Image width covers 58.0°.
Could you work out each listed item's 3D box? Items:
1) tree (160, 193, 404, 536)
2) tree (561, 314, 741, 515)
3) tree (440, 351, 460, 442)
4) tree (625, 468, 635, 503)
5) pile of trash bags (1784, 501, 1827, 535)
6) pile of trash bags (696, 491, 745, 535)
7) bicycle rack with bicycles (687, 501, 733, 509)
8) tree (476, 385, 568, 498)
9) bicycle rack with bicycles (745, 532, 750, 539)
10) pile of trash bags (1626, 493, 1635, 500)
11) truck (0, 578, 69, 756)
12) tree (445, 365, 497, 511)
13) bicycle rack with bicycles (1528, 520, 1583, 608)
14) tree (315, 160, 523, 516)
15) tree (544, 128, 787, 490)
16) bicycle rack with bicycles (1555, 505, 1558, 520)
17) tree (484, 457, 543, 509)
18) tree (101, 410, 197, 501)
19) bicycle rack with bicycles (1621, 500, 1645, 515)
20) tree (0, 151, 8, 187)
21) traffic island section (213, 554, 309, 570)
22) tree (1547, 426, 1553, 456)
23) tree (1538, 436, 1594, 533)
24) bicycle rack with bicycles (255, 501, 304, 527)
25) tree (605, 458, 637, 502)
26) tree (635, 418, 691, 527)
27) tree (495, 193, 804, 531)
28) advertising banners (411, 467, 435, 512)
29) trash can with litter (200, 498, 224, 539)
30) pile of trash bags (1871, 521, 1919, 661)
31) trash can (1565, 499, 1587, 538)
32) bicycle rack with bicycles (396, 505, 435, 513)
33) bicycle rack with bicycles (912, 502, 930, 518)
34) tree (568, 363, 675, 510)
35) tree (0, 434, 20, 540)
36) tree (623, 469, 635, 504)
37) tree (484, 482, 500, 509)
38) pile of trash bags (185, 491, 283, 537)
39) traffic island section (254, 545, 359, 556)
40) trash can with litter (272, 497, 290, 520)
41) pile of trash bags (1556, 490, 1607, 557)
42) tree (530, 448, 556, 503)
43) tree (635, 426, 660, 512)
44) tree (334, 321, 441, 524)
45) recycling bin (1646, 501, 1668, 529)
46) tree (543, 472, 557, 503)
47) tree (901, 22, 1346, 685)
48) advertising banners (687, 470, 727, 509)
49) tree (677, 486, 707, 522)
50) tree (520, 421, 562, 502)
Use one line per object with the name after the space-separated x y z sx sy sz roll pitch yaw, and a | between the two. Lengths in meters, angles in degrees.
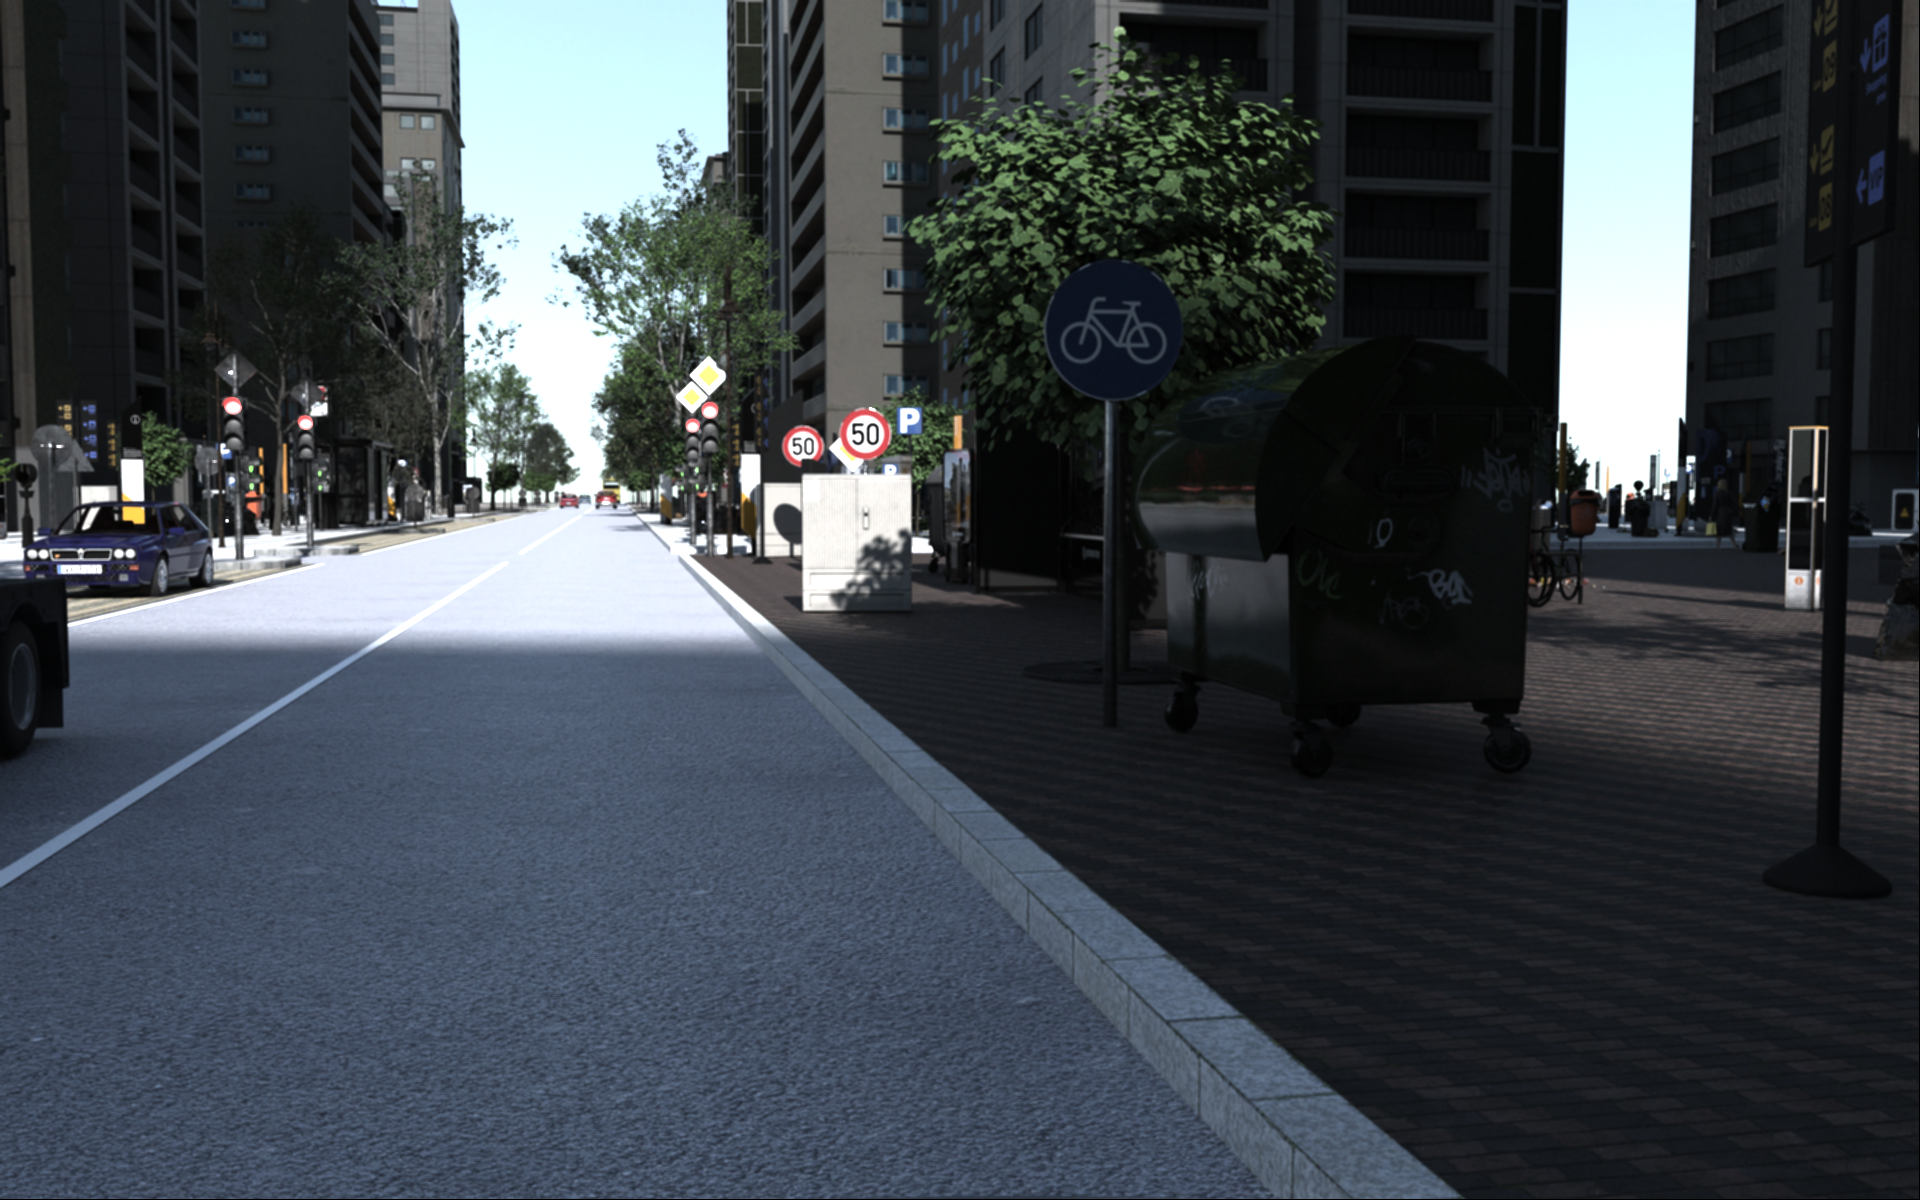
-20.746 -7.265 53.193 7.601 10.594 8.767 -1 4 -22 | tree
-18.336 -11.666 107.750 9.611 12.733 9.660 0 3 0 | tree
-26.013 -8.101 82.821 4.360 8.622 3.978 0 3 0 | tree
-45.044 -17.672 239.294 4.737 8.622 4.395 0 3 0 | tree
27.943 -2.889 56.980 3.447 1.369 1.912 1 4 15 | pile of trash bags
-7.848 -2.855 56.432 1.912 1.369 3.447 -2 4 -30 | pile of trash bags
-12.251 -4.456 86.234 2.852 0.926 2.925 1 4 16 | bicycle rack with bicycles
-46.791 -16.760 184.392 12.009 13.543 11.850 0 3 0 | tree
-4.427 -2.151 48.546 2.852 0.926 2.925 -2 4 -30 | bicycle rack with bicycles
44.905 -6.638 118.280 3.447 1.369 1.912 -2 4 -35 | pile of trash bags
-4.344 -0.671 0.735 2.967 4.110 18.799 -1 4 -13 | truck
-35.819 -12.678 133.038 9.928 11.665 9.643 0 3 0 | tree
6.233 -0.433 20.455 2.925 0.926 2.852 -2 4 -27 | bicycle rack with bicycles
-31.731 -15.001 101.157 12.611 20.169 13.585 0 3 0 | tree
-15.681 -14.467 92.418 12.611 20.169 13.585 0 3 0 | tree
27.977 -4.062 79.793 2.852 0.926 2.925 3 5 40 | bicycle rack with bicycles
-38.933 -10.028 147.674 4.285 4.588 4.351 0 3 0 | tree
-31.551 -5.121 67.437 4.285 4.588 4.351 0 3 0 | tree
41.426 -5.556 104.226 2.925 0.926 2.852 2 4 30 | bicycle rack with bicycles
-13.419 -5.040 16.820 7.601 10.594 8.767 -3 5 -43 | tree
-14.066 -0.703 33.780 2.009 0.180 2.903 -1 4 -11 | traffic island section
16.603 -4.286 53.787 4.285 4.588 4.351 0 3 0 | tree
20.098 -3.822 57.097 1.663 3.219 1.824 0 3 0 | tree
-27.489 -3.249 66.504 2.925 0.926 2.852 2 4 26 | bicycle rack with bicycles
-40.852 -18.340 217.989 7.486 12.596 7.792 0 3 0 | tree
-10.239 -5.128 67.564 4.285 4.588 4.351 0 3 0 | tree
-9.057 -8.201 59.845 9.928 11.665 9.643 0 3 0 | tree
-35.051 -7.196 113.839 2.074 3.025 0.090 0 4 5 | advertising banners
-21.755 -2.380 50.299 0.624 1.170 1.055 -1 4 -18 | trash can with litter
8.680 -0.195 12.939 1.912 1.369 3.447 -3 5 -42 | pile of trash bags
18.135 -2.403 50.944 0.748 1.137 0.748 0 3 0 | trash can
-33.335 -5.693 106.461 2.925 0.926 2.852 -3 4 -39 | bicycle rack with bicycles
-1.198 -4.162 81.433 2.852 0.926 2.925 -1 4 -11 | bicycle rack with bicycles
-24.130 -13.788 135.796 12.009 13.543 11.850 0 3 0 | tree
-27.672 -3.324 48.941 1.663 3.219 1.824 0 3 0 | tree
-29.776 -11.009 163.714 4.285 4.588 4.351 0 3 0 | tree
-41.002 -9.616 151.820 1.663 3.219 1.824 0 3 0 | tree
-22.573 -2.680 53.572 1.912 1.369 3.447 0 4 6 | pile of trash bags
-15.625 -1.182 41.612 2.009 0.180 2.903 -1 4 -11 | traffic island section
-36.302 -4.934 92.066 0.624 1.170 1.055 0 4 2 | trash can with litter
11.238 -1.562 35.295 3.447 1.369 1.912 1 4 9 | pile of trash bags
-62.557 -18.946 260.129 4.360 8.622 3.978 0 3 0 | tree
-21.656 -10.644 124.383 4.360 8.622 3.978 0 3 0 | tree
-24.380 -7.520 73.315 4.360 8.622 3.978 0 3 0 | tree
25.599 -3.143 63.936 0.722 1.027 0.722 -2 4 -31 | recycling bin
-53.065 -14.120 214.581 4.285 4.588 4.351 0 3 0 | tree
1.203 -1.748 12.290 4.285 4.588 4.351 0 3 0 | tree
-11.316 -5.035 78.507 2.074 3.025 0.090 0 4 2 | advertising banners
-12.476 -5.242 80.311 1.663 3.219 1.824 0 3 0 | tree
-64.326 -21.586 269.940 9.611 12.733 9.660 0 3 0 | tree
